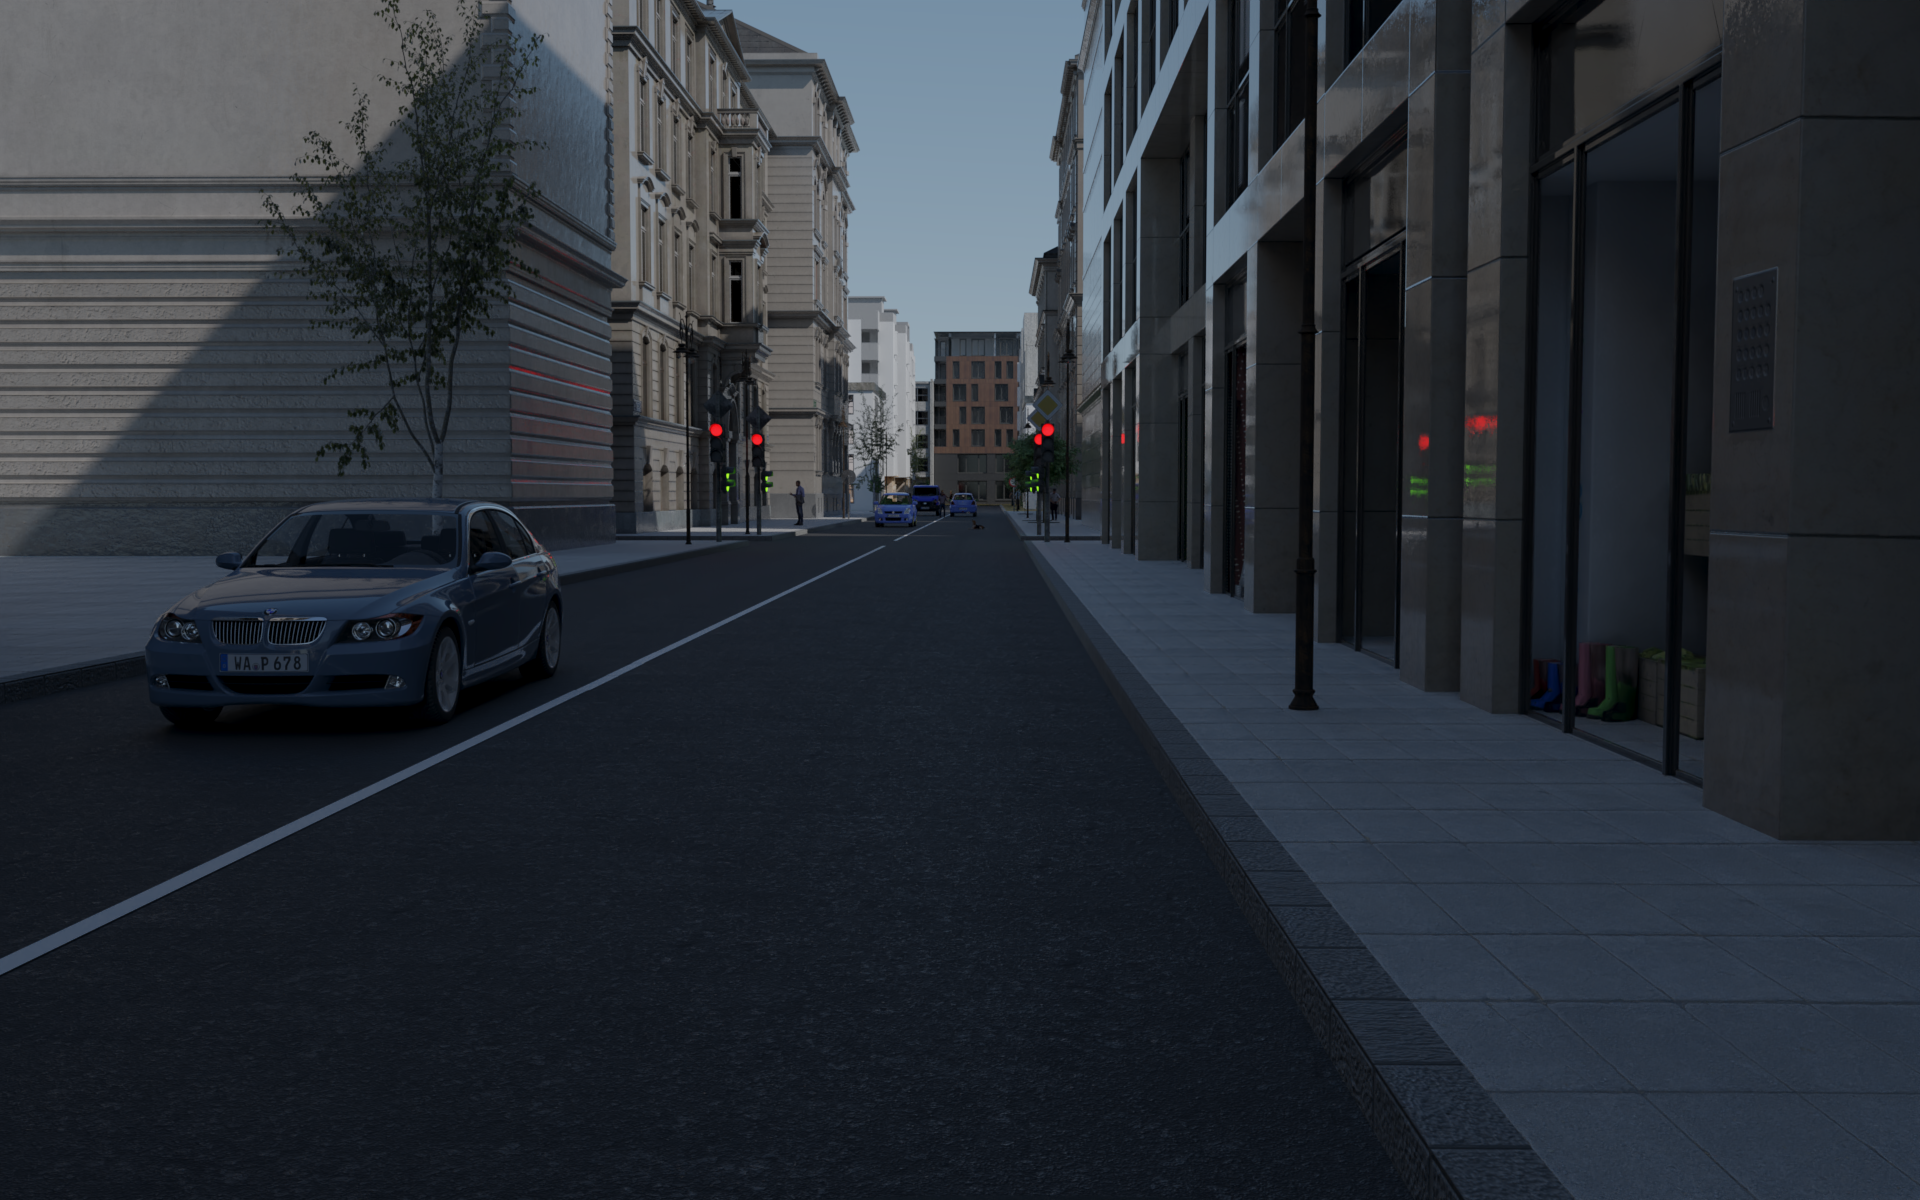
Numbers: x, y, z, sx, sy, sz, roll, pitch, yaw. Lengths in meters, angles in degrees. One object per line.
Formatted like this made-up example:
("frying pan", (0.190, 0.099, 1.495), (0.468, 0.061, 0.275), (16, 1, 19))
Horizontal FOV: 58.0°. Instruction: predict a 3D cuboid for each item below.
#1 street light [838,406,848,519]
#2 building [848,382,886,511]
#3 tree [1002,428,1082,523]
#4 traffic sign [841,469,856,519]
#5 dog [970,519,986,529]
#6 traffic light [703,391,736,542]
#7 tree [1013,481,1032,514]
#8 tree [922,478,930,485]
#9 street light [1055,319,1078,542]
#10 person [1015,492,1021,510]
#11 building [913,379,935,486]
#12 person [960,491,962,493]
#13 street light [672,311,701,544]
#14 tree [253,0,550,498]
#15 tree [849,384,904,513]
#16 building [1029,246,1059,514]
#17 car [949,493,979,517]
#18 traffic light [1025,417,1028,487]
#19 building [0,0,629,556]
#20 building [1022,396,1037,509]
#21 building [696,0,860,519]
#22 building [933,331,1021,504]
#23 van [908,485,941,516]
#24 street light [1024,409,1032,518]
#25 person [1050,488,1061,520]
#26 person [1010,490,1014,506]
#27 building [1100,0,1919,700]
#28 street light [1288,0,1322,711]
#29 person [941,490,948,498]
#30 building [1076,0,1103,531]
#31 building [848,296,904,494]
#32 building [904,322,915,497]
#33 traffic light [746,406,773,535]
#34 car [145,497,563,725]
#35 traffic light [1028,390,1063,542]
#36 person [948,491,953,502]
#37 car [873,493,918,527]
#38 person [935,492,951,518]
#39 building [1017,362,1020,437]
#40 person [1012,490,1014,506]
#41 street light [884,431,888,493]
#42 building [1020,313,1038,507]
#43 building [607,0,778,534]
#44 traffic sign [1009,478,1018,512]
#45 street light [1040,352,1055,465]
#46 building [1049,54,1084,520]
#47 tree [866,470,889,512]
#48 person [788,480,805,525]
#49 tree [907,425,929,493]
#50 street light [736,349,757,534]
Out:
("street light", (-6.098, -7.211, 90.690), (0.468, 5.910, 1.993), (0, 4, 1))
("building", (-10.691, -12.353, 144.121), (9.099, 9.664, 28.070), (0, 4, 1))
("tree", (3.599, -6.025, 82.229), (4.285, 4.588, 4.351), (0, 3, 0))
("traffic sign", (-5.756, -5.466, 89.468), (0.768, 2.556, 0.104), (0, 4, 3))
("dog", (0.732, -3.064, 70.287), (0.748, 0.427, 0.550), (3, 4, 38))
("traffic light", (-6.449, -3.492, 46.340), (0.839, 4.213, 0.868), (0, 4, 1))
("tree", (4.010, -7.029, 109.527), (1.663, 3.219, 1.824), (0, 3, 0))
("tree", (-3.814, -12.815, 204.128), (1.663, 3.219, 1.824), (0, 3, 0))
("street light", (2.846, -4.467, 45.816), (0.468, 5.910, 1.993), (0, 4, 1))
("person", (4.663, -8.214, 140.335), (0.705, 1.826, 1.348), (2, 4, 28))
("building", (-18.961, -21.818, 223.176), (31.486, 18.905, 16.747), (0, 4, 1))
("person", (0.218, -11.719, 200.833), (0.721, 1.735, 1.217), (-3, 4, -36))
("street light", (-6.923, -4.355, 43.996), (0.468, 5.910, 1.993), (0, 4, 1))
("tree", (-7.726, -4.568, 25.055), (4.360, 8.622, 3.978), (0, 3, 0))
("tree", (-5.801, -10.160, 116.482), (4.360, 8.622, 3.978), (0, 3, 0))
("building", (10.209, -15.607, 119.802), (10.561, 19.102, 19.286), (0, 4, 1))
("car", (0.227, -6.173, 110.515), (1.945, 1.707, 3.694), (0, 4, 1))
("traffic light", (2.461, -3.971, 54.175), (0.839, 4.213, 0.868), (0, 4, 1))
("building", (-18.299, -12.904, 39.855), (19.941, 23.489, 11.050), (0, 4, 1))
("building", (10.055, -12.572, 147.705), (9.099, 9.664, 28.070), (0, 4, 1))
("building", (-13.552, -19.182, 101.014), (14.401, 28.519, 23.554), (0, 4, 1))
("building", (13.199, -23.475, 227.793), (32.646, 21.610, 27.936), (0, 4, 1))
("van", (-2.246, -6.800, 115.571), (2.240, 2.365, 5.245), (0, 4, 1))
("street light", (3.614, -7.309, 92.291), (0.468, 5.910, 1.993), (0, 4, 1))
("person", (4.620, -4.649, 84.272), (0.614, 1.554, 0.590), (1, 4, 9))
("person", (5.638, -10.791, 183.188), (0.721, 1.735, 1.217), (3, 5, 41))
("building", (12.933, -13.621, 27.213), (19.350, 26.468, 34.151), (0, 4, 1))
("street light", (2.052, -2.286, 10.163), (0.468, 5.910, 1.993), (0, 4, 1))
("person", (-1.694, -9.757, 167.995), (1.348, 1.831, 0.705), (-2, 4, -28))
("building", (26.327, -17.513, 62.758), (44.131, 29.872, 17.030), (0, 4, 1))
("building", (-13.827, -18.785, 163.552), (16.016, 20.091, 11.380), (0, 4, 1))
("building", (-13.023, -19.479, 174.898), (16.016, 20.091, 11.380), (0, 4, 1))
("traffic light", (-6.299, -3.980, 54.323), (0.839, 4.213, 0.868), (0, 4, 1))
("car", (-4.050, -0.018, 12.291), (2.014, 1.417, 4.499), (0, 4, 0))
("traffic light", (2.311, -3.483, 46.191), (0.839, 4.213, 0.868), (0, 4, 1))
("person", (-0.933, -9.451, 163.549), (0.721, 1.766, 1.217), (1, 4, 14))
("car", (-2.813, -4.073, 76.185), (1.945, 1.707, 3.694), (0, 4, 2))
("person", (-1.071, -5.773, 104.853), (0.963, 1.587, 0.435), (-1, 4, -14))
("building", (14.610, -20.932, 198.664), (16.016, 20.091, 11.380), (0, 4, 1))
("person", (5.844, -11.154, 189.123), (0.721, 1.736, 1.217), (0, 3, 0))
("street light", (-5.388, -9.426, 126.898), (0.468, 5.910, 1.993), (0, 4, 1))
("building", (14.776, -19.002, 177.138), (16.747, 18.905, 31.486), (0, 4, 1))
("building", (-15.241, -15.464, 71.929), (14.460, 24.649, 34.723), (0, 4, 1))
("traffic sign", (3.921, -7.675, 125.587), (0.768, 2.556, 0.104), (0, 4, 2))
("street light", (2.866, -5.112, 56.369), (0.468, 5.910, 1.993), (0, 4, 1))
("building", (11.603, -18.343, 97.177), (12.463, 27.353, 25.104), (0, 4, 1))
("tree", (-5.903, -7.964, 124.805), (1.663, 3.219, 1.824), (0, 3, 0))
("person", (-6.662, -3.953, 70.548), (0.599, 1.838, 0.709), (-2, 4, -33))
("tree", (-5.125, -14.275, 183.762), (4.737, 8.622, 4.395), (0, 3, 0))
("street light", (-6.783, -5.036, 55.130), (0.468, 5.910, 1.993), (0, 4, 1))
